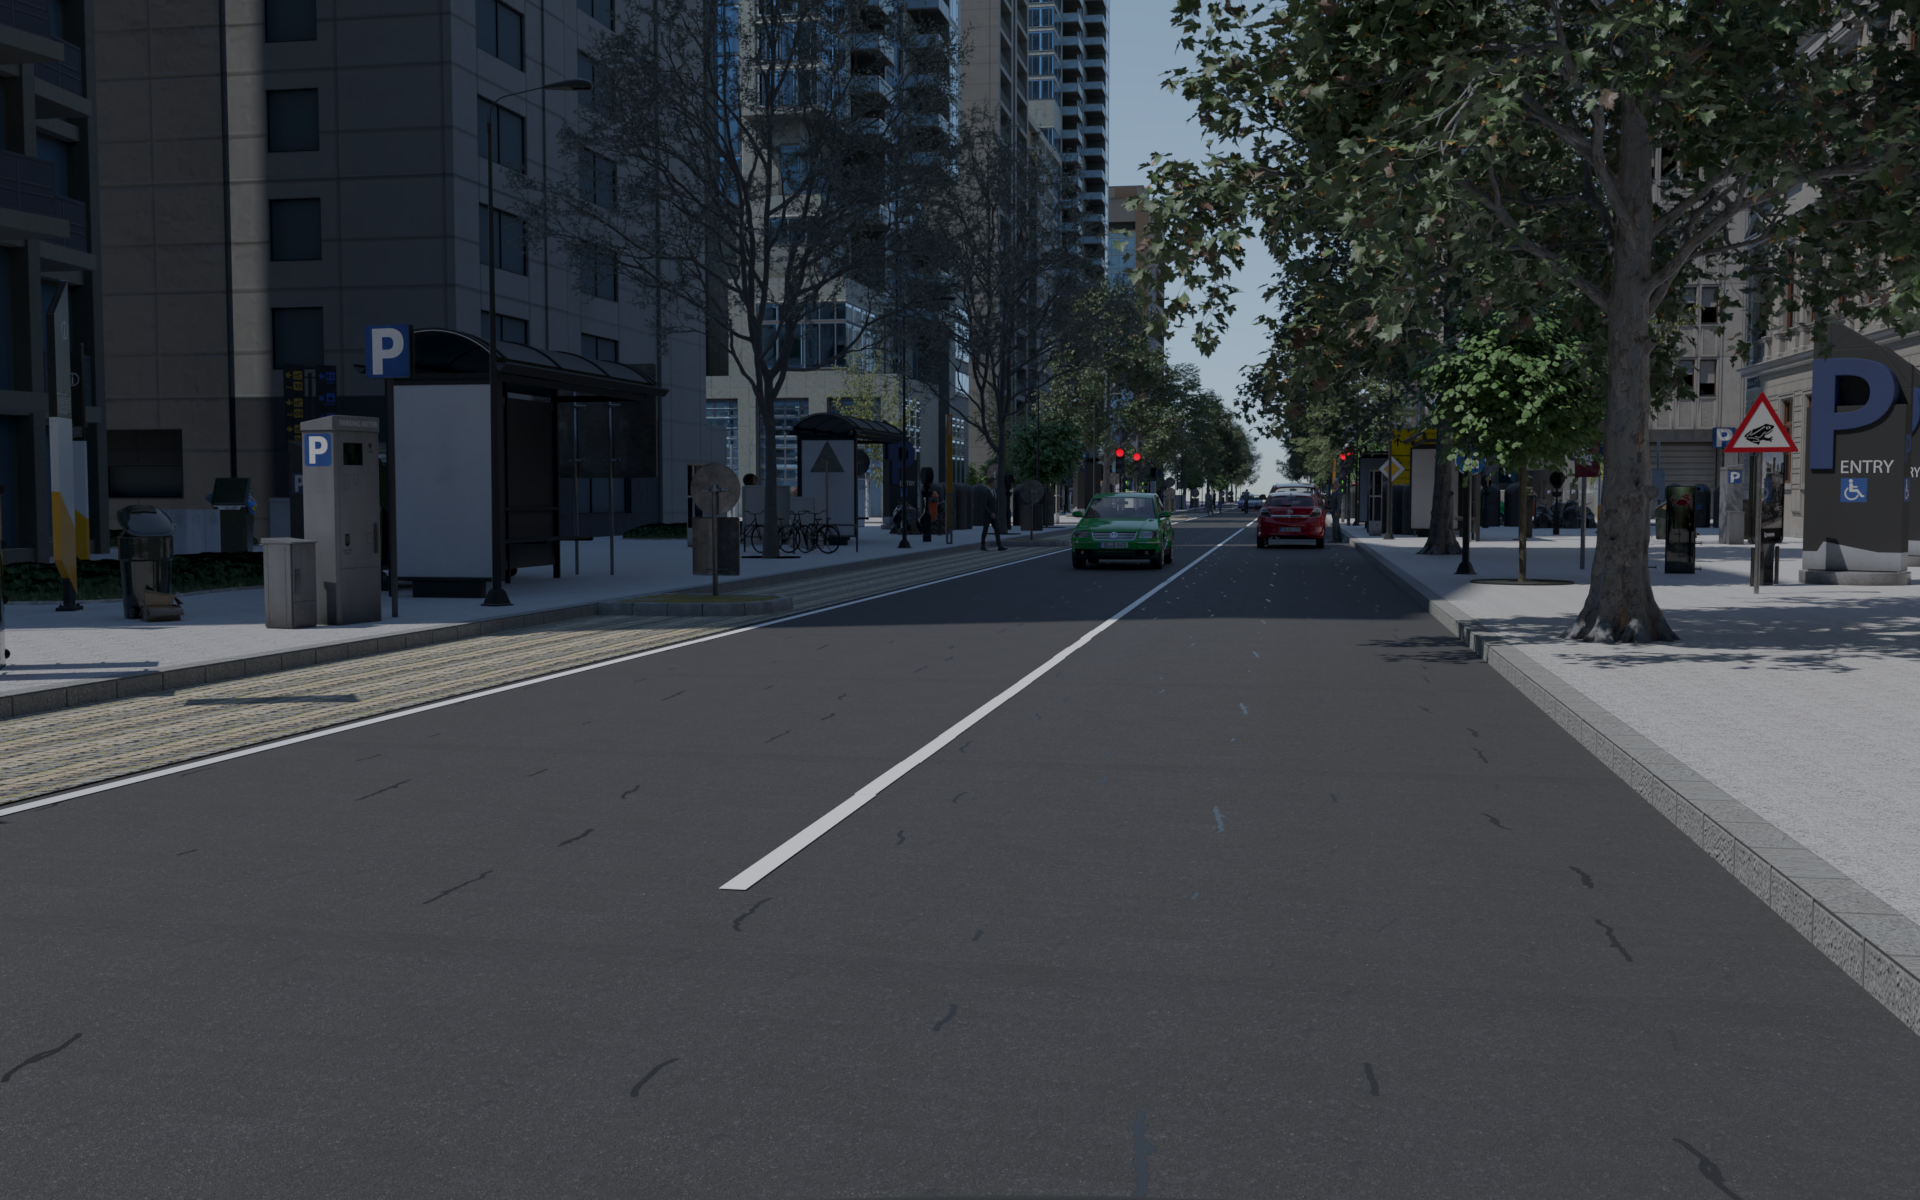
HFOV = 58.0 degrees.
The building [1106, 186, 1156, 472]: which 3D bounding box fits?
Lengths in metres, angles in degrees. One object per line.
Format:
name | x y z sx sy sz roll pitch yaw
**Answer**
building | 21.495 -37.084 256.427 14.600 45.320 14.200 1 4 11

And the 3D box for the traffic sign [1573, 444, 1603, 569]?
traffic sign | 10.606 -1.794 29.439 0.768 2.556 0.104 1 4 16

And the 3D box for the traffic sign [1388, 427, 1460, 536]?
traffic sign | 14.109 -3.578 52.373 2.265 3.308 0.079 1 4 14

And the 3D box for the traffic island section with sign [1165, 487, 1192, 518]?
traffic island section with sign | 12.448 -5.721 102.173 1.989 1.847 2.006 1 4 11

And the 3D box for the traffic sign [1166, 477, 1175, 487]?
traffic sign | 15.572 -7.854 128.524 0.768 2.556 0.104 1 4 16

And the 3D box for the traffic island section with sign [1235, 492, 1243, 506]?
traffic island section with sign | 31.982 -11.943 203.897 1.989 1.847 2.006 1 4 11

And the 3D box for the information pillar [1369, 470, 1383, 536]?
information pillar | 12.769 -2.980 53.208 0.304 2.012 0.304 -1 4 -11

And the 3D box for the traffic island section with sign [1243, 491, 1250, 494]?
traffic island section with sign | 42.320 -15.241 257.824 1.989 1.847 2.006 1 4 11

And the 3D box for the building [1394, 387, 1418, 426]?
building | 72.688 -35.592 265.531 14.154 41.232 14.086 1 4 11

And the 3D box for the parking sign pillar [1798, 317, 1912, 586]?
parking sign pillar | 12.845 -2.220 24.767 1.447 3.967 1.447 3 5 40

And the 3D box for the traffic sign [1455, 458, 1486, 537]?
traffic sign | 13.421 -2.783 45.600 0.768 2.556 0.104 1 4 13

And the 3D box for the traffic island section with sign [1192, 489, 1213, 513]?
traffic island section with sign | 17.526 -7.341 128.648 1.989 1.847 2.006 1 4 11

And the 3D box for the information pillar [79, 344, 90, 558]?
information pillar | -13.893 -2.185 27.082 0.504 3.616 0.183 0 4 -2

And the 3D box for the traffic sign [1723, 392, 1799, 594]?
traffic sign | 10.242 -1.357 22.199 0.884 2.594 0.081 1 4 16

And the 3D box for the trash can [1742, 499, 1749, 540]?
trash can | 22.324 -2.286 49.033 0.748 1.137 0.748 0 3 0

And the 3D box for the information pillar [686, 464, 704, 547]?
information pillar | -6.422 -2.296 42.039 0.304 2.012 0.304 -3 5 -39

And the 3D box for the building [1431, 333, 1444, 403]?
building | 55.843 -32.187 176.363 14.600 45.320 14.200 1 4 11

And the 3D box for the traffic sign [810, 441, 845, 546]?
traffic sign | -3.263 -2.601 42.536 0.884 2.594 0.081 1 4 14

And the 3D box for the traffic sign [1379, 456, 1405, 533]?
traffic sign | 13.048 -3.132 52.389 0.795 2.450 0.064 1 4 12

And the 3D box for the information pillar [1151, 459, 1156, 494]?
information pillar | 12.370 -7.314 110.936 0.183 3.616 0.504 -2 4 -31

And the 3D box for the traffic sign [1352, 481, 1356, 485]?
traffic sign | 22.418 -6.097 99.688 0.884 2.594 0.081 1 4 14

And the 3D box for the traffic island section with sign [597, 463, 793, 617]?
traffic island section with sign | -3.123 -0.763 21.104 1.989 1.847 2.006 1 4 11

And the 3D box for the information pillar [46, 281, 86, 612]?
information pillar | -9.791 -1.684 18.880 0.183 3.616 0.504 -1 4 -10

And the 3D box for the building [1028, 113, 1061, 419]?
building | -3.846 -29.271 170.465 32.217 40.220 23.993 1 4 11

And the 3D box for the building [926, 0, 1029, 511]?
building | -3.025 -42.976 140.902 20.563 71.187 20.611 1 4 11

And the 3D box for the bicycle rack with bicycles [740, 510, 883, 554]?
bicycle rack with bicycles | -3.503 -1.507 38.028 2.852 0.926 2.925 -3 5 -42

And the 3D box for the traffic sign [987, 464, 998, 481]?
traffic sign | 1.498 -4.487 73.468 0.768 2.556 0.104 1 4 17

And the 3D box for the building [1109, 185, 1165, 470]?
building | 21.003 -39.852 275.280 21.300 48.544 21.600 1 4 11

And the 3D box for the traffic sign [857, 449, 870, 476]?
traffic sign | -2.923 -2.993 49.034 0.768 2.556 0.104 1 4 15

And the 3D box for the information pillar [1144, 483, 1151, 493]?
information pillar | 11.913 -6.460 110.115 0.304 2.012 0.304 3 5 41

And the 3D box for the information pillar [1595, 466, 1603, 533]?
information pillar | 21.138 -4.009 56.905 0.504 3.616 0.183 -2 4 -34

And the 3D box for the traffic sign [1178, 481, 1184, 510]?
traffic sign | 17.857 -8.477 140.729 0.606 2.300 0.079 1 4 17

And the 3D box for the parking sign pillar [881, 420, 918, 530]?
parking sign pillar | -2.174 -4.561 63.039 1.447 3.967 1.447 -3 5 -39

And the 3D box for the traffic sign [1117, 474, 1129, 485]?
traffic sign | 9.141 -5.927 97.019 0.768 2.556 0.104 1 4 14

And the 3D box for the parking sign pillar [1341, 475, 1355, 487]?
parking sign pillar | 29.616 -8.799 132.327 1.447 3.967 1.447 -2 4 -31

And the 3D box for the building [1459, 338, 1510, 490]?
building | 46.773 -18.017 136.382 13.314 21.916 24.055 1 4 11

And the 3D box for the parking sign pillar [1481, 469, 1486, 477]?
parking sign pillar | 31.273 -7.115 104.799 1.447 3.967 1.447 -1 4 -12

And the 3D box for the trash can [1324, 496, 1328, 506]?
trash can | 29.223 -7.696 137.477 0.748 1.137 0.748 0 3 0

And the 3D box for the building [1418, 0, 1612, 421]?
building | 63.170 -40.038 196.624 21.231 58.520 28.212 1 4 11

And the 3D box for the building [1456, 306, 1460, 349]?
building | 52.699 -23.935 163.033 14.160 30.474 14.107 1 4 11

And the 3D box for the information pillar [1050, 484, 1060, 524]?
information pillar | 4.012 -4.205 73.252 0.304 2.012 0.304 2 4 29

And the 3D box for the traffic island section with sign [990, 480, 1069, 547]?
traffic island section with sign | 1.965 -2.382 47.576 1.989 1.847 2.006 1 4 11

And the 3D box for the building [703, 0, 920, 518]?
building | -11.302 -48.623 107.661 22.319 86.520 31.000 1 4 11

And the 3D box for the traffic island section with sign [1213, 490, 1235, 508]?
traffic island section with sign | 26.866 -10.315 177.282 1.989 1.847 2.006 1 4 11

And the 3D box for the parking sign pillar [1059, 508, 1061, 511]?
parking sign pillar | 8.395 -8.871 133.505 1.447 3.967 1.447 -3 5 -40

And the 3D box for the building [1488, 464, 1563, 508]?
building | 43.098 -19.509 112.478 14.314 27.812 24.014 1 4 11

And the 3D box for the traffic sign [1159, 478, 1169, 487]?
traffic sign | 14.722 -7.692 125.763 0.884 2.594 0.081 1 4 14

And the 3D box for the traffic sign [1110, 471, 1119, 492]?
traffic sign | 8.726 -5.960 97.547 0.768 2.556 0.104 1 4 14

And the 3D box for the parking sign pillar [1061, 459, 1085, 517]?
parking sign pillar | 6.663 -6.641 97.054 1.447 3.967 1.447 0 4 -8

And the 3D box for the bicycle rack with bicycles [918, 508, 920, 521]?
bicycle rack with bicycles | -1.537 -3.257 66.639 2.925 0.926 2.852 -1 4 -10

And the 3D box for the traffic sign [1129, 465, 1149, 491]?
traffic sign | 12.365 -7.929 123.513 2.265 3.308 0.079 1 4 20

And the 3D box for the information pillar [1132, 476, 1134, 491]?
information pillar | 11.502 -7.578 115.248 0.183 3.616 0.504 1 4 11

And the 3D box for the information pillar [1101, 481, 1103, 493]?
information pillar | 8.091 -5.694 97.585 0.304 2.012 0.304 0 4 -7

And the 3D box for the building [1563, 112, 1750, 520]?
building | 42.755 -16.609 89.579 19.932 24.808 12.078 1 4 11

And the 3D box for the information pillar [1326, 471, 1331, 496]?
information pillar | 31.277 -9.522 147.042 0.183 3.616 0.504 -3 5 -40

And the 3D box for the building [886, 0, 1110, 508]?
building | 6.351 -53.971 195.091 22.319 86.520 31.000 1 4 11

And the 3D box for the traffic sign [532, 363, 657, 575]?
traffic sign | -5.801 -2.051 27.401 2.265 3.308 0.079 1 4 20

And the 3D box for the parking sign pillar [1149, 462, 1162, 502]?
parking sign pillar | 14.731 -8.790 132.189 1.447 3.967 1.447 -1 4 -13
